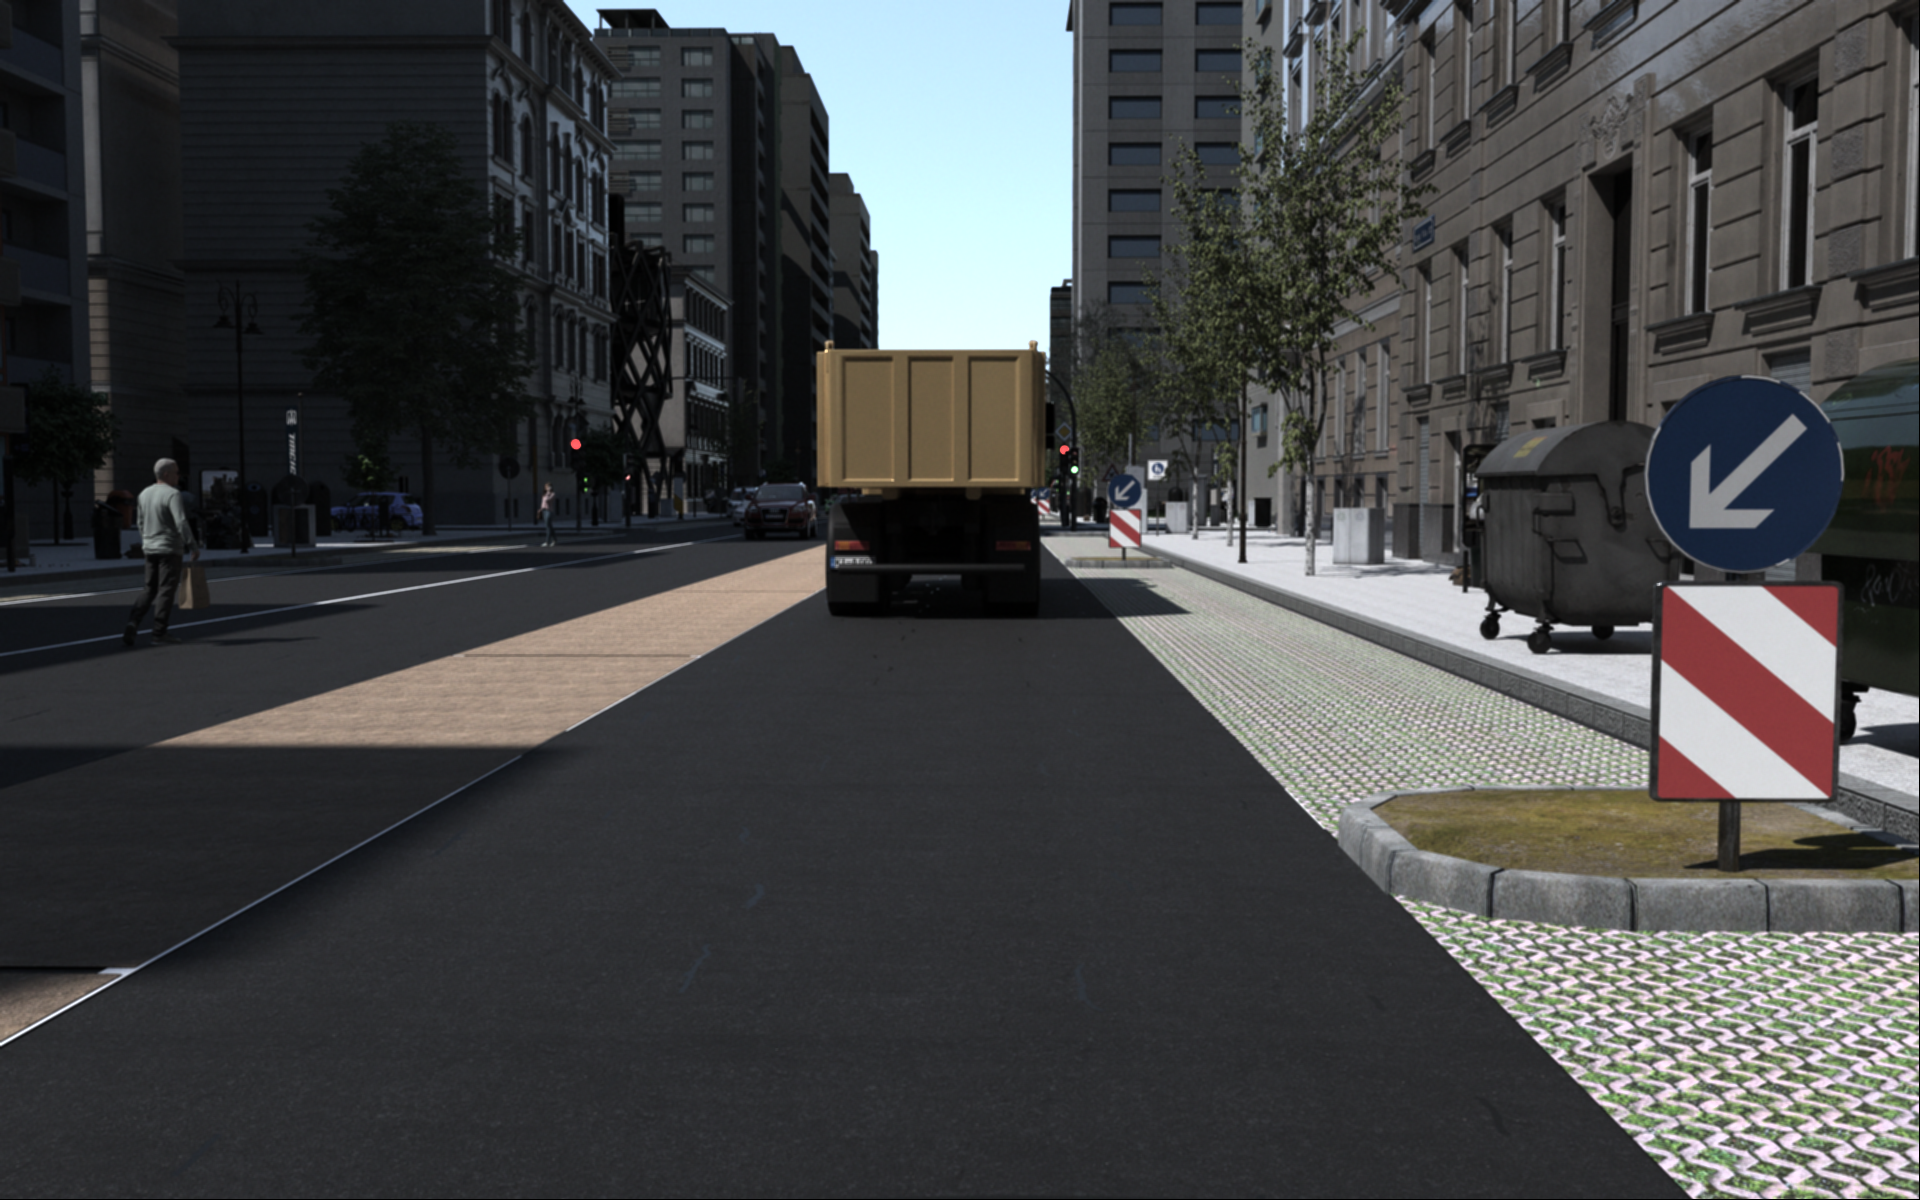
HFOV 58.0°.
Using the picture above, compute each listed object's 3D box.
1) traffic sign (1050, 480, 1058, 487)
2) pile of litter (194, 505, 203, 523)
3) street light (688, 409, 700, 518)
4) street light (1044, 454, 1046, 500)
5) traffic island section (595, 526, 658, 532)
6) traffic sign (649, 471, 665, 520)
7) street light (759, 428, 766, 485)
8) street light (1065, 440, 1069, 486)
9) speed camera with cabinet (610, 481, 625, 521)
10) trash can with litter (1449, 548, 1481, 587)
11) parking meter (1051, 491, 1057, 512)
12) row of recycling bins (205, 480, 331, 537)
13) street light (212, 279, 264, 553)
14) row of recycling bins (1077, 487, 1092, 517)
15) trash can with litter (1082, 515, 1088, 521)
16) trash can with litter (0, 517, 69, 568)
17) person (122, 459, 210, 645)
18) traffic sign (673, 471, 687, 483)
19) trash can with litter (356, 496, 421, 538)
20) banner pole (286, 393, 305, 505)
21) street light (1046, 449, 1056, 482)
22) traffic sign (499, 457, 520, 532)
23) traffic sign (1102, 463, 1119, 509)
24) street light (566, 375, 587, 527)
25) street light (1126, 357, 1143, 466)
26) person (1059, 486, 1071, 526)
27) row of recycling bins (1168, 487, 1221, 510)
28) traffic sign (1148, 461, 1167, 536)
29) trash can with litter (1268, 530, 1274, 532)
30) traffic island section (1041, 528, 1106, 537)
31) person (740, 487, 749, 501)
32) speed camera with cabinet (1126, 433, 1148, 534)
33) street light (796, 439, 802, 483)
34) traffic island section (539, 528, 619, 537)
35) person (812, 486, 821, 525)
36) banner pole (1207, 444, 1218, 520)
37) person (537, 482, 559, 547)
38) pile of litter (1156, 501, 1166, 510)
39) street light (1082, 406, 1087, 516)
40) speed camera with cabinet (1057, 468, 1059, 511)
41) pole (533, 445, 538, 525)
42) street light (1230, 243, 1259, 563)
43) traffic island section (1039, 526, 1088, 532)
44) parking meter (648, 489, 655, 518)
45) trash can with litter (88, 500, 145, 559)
[{"bbox_3d":[6.975,-7.696,125.837,0.884,2.594,0.081,0,4,1],"label":"traffic sign"},{"bbox_3d":[-30.647,-3.416,69.819,1.719,0.858,1.176,0,4,-5],"label":"pile of litter"},{"bbox_3d":[-14.510,-7.448,94.562,0.468,5.910,1.993,0,4,1],"label":"street light"},{"bbox_3d":[8.026,-11.725,164.488,0.468,5.910,1.993,0,4,1],"label":"street light"},{"bbox_3d":[-12.936,-2.762,67.437,2.009,0.180,2.903,0,4,1],"label":"traffic island section"},{"bbox_3d":[-14.951,-5.155,85.467,0.795,2.450,0.064,1,4,9],"label":"traffic sign"},{"bbox_3d":[-13.848,-9.065,120.993,0.468,5.910,1.993,0,4,1],"label":"street light"},{"bbox_3d":[6.972,-8.697,114.990,0.468,5.910,1.993,0,4,1],"label":"street light"},{"bbox_3d":[-16.269,-5.392,82.497,0.660,3.252,2.038,0,4,-4],"label":"speed camera with cabinet"},{"bbox_3d":[7.132,-0.770,23.978,0.624,1.170,1.055,-1,4,-16],"label":"trash can with litter"},{"bbox_3d":[6.687,-7.020,123.194,0.372,1.533,0.369,0,3,0],"label":"parking meter"},{"bbox_3d":[-20.919,-2.770,52.397,3.534,1.692,1.069,-2,4,-25],"label":"row of recycling bins"},{"bbox_3d":[-15.538,-3.954,37.432,0.468,5.910,1.993,0,4,1],"label":"street light"},{"bbox_3d":[6.965,-5.572,98.213,1.069,1.692,3.534,0,4,0],"label":"row of recycling bins"},{"bbox_3d":[6.248,-4.287,81.487,1.055,1.170,0.624,1,4,12],"label":"trash can with litter"},{"bbox_3d":[-17.135,-1.212,30.876,2.233,1.210,1.678,3,4,37],"label":"trash can with litter"},{"bbox_3d":[-7.505,-0.452,16.379,0.782,1.767,0.515,2,4,24],"label":"person"},{"bbox_3d":[-14.652,-5.531,90.546,0.768,2.556,0.104,0,4,5],"label":"traffic sign"},{"bbox_3d":[-17.110,-2.460,51.275,1.678,1.210,2.233,-3,5,-41],"label":"trash can with litter"},{"bbox_3d":[-16.502,-3.246,43.090,0.863,3.779,0.401,2,4,34],"label":"banner pole"},{"bbox_3d":[7.543,-10.314,141.423,0.468,5.910,1.993,0,4,1],"label":"street light"},{"bbox_3d":[-15.407,-3.615,59.210,0.768,2.556,0.104,1,4,11],"label":"traffic sign"},{"bbox_3d":[6.419,-4.469,73.079,0.884,2.594,0.081,1,4,9],"label":"traffic sign"},{"bbox_3d":[-14.937,-5.798,67.585,0.468,5.910,1.993,0,4,1],"label":"street light"},{"bbox_3d":[5.894,-5.248,58.598,0.468,5.910,1.993,0,4,1],"label":"street light"},{"bbox_3d":[4.259,-3.731,69.924,0.576,1.772,0.534,-1,4,-18],"label":"person"},{"bbox_3d":[13.332,-5.441,96.075,3.534,1.692,1.069,0,4,2],"label":"row of recycling bins"},{"bbox_3d":[6.030,-3.101,52.826,0.606,2.300,0.079,0,4,5],"label":"traffic sign"},{"bbox_3d":[11.122,-2.892,58.336,1.678,1.210,2.233,-1,4,-14],"label":"trash can with litter"},{"bbox_3d":[3.894,-2.253,59.115,2.009,0.180,2.903,0,4,1],"label":"traffic island section"},{"bbox_3d":[-11.594,-5.213,93.991,0.793,1.790,0.793,0,4,-4],"label":"person"},{"bbox_3d":[5.723,-3.765,55.899,0.660,3.252,2.038,0,4,3],"label":"speed camera with cabinet"},{"bbox_3d":[-13.436,-10.480,144.127,0.468,5.910,1.993,0,4,1],"label":"street light"},{"bbox_3d":[-13.094,-2.274,59.453,2.009,0.180,2.903,0,4,1],"label":"traffic island section"},{"bbox_3d":[-6.673,-4.300,79.165,0.624,1.780,0.694,-2,4,-29],"label":"person"},{"bbox_3d":[12.654,-5.889,86.297,0.401,3.779,0.863,-1,4,-18],"label":"banner pole"},{"bbox_3d":[-11.255,-2.350,47.519,0.643,1.750,0.593,-3,5,-41],"label":"person"},{"bbox_3d":[12.935,-6.066,113.143,1.719,0.858,1.176,1,4,12],"label":"pile of litter"},{"bbox_3d":[6.428,-7.081,88.556,0.468,5.910,1.993,0,4,1],"label":"street light"},{"bbox_3d":[7.319,-8.549,134.110,0.660,3.252,2.038,0,4,-7],"label":"speed camera with cabinet"},{"bbox_3d":[-17.701,-4.792,72.192,0.158,3.312,0.155,0,3,0],"label":"pole"},{"bbox_3d":[5.278,-3.632,32.166,0.468,5.910,1.993,0,4,1],"label":"street light"},{"bbox_3d":[4.052,-2.741,67.099,2.009,0.180,2.903,0,4,1],"label":"traffic island section"},{"bbox_3d":[-16.268,-5.069,91.288,0.372,1.533,0.369,0,3,0],"label":"parking meter"},{"bbox_3d":[-16.636,-1.401,34.287,1.055,1.170,0.624,-3,5,-39],"label":"trash can with litter"}]
